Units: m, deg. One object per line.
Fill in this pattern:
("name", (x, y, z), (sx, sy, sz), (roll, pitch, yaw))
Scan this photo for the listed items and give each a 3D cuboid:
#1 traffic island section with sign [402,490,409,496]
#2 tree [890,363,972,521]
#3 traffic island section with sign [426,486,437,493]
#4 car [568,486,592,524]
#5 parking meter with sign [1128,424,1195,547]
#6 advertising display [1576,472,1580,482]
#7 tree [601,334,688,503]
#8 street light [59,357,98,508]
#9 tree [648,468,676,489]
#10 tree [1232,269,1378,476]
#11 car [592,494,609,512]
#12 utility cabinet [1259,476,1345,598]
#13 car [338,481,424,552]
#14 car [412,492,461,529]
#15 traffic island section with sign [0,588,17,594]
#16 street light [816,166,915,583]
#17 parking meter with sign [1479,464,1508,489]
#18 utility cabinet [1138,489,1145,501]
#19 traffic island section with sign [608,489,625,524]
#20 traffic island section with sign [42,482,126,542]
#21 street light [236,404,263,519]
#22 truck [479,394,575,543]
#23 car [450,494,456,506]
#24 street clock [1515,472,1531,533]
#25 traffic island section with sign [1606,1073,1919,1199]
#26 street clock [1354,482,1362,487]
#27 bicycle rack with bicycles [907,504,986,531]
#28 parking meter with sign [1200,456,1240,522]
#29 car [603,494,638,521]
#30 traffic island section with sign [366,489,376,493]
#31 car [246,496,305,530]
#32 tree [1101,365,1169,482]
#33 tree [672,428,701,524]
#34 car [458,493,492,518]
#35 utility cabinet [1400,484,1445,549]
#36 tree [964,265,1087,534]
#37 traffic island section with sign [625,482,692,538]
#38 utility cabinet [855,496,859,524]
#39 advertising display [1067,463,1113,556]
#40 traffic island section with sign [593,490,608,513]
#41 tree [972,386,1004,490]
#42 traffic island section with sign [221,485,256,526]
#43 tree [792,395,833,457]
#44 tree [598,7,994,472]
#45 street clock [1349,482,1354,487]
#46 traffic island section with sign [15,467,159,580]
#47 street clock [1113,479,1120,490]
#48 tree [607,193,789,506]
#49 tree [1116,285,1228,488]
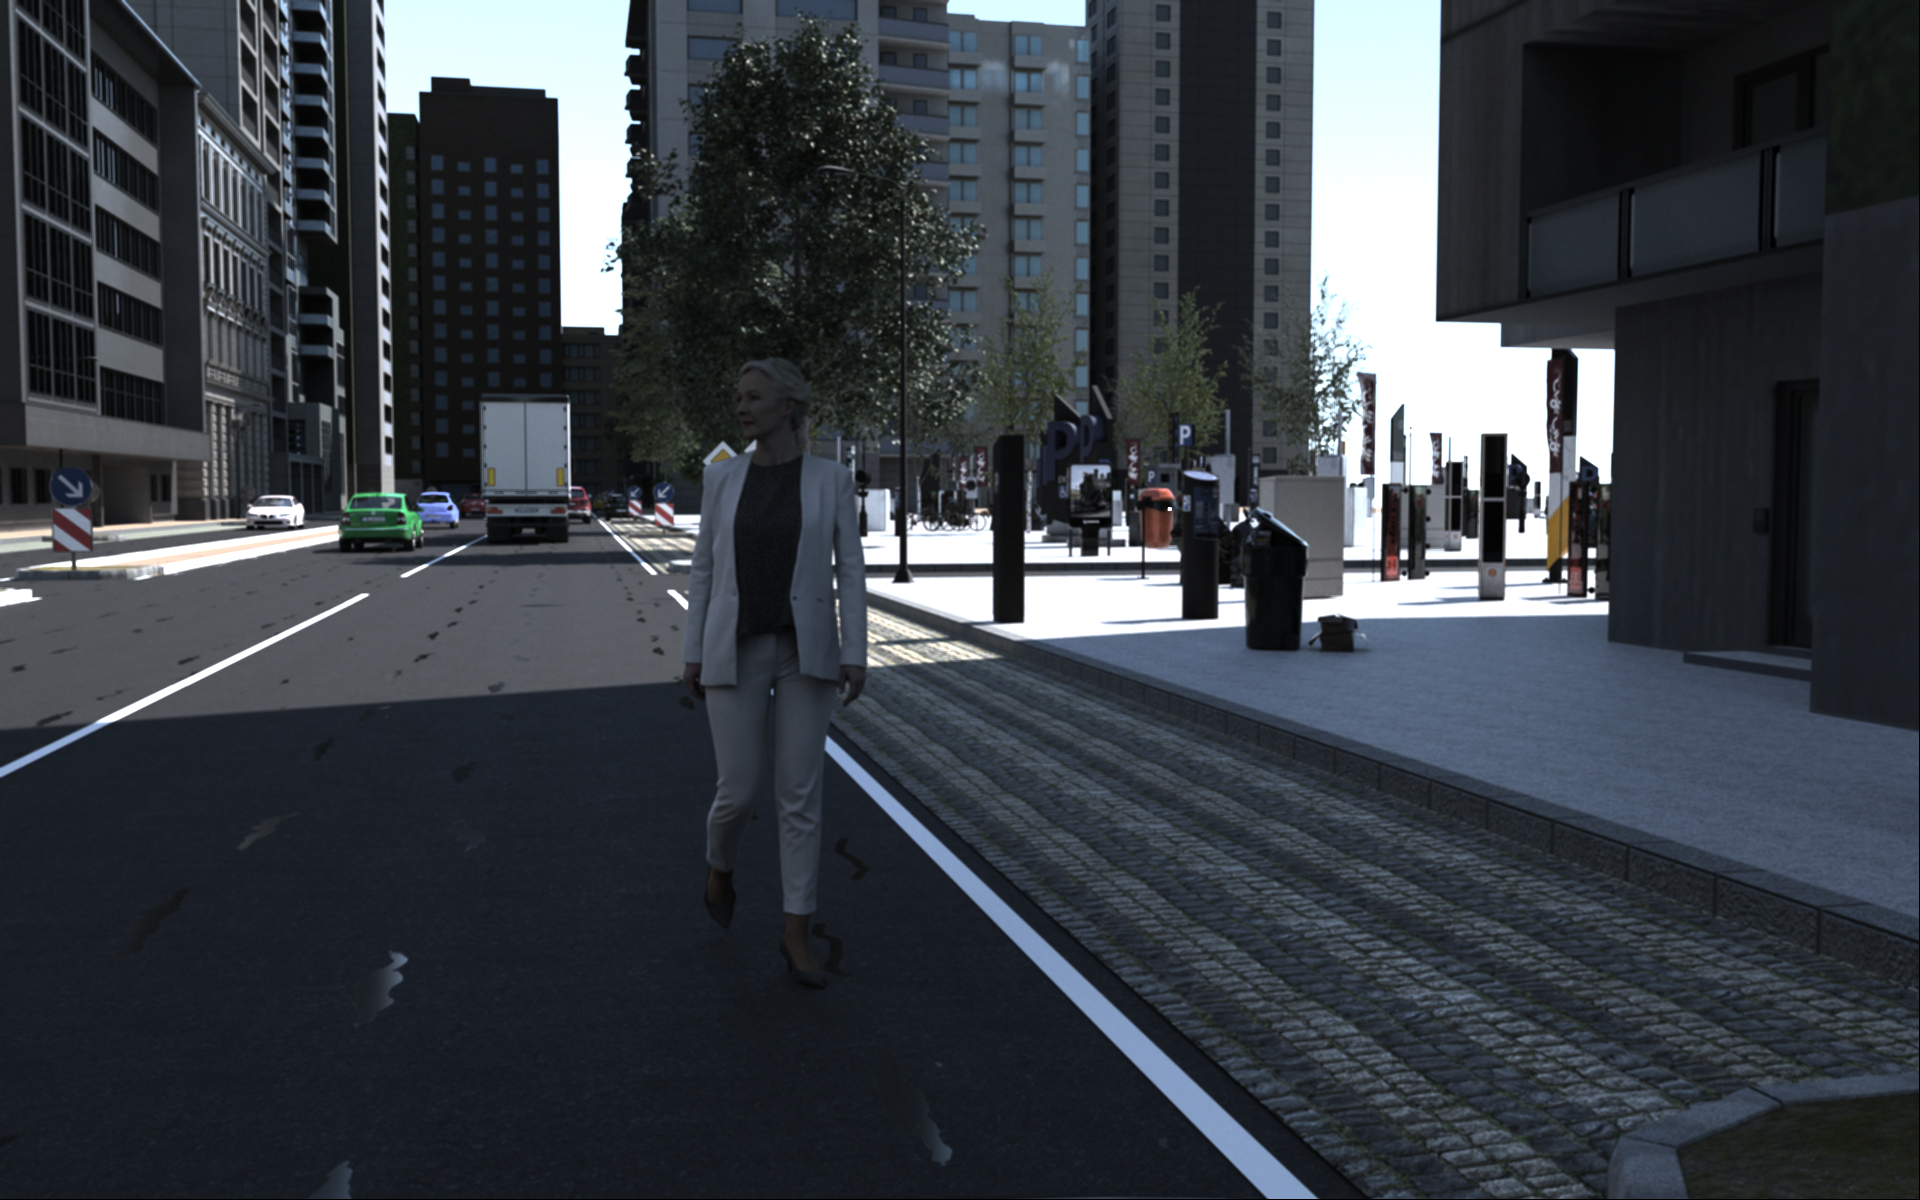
("traffic island section with sign", (-49.385, -8.912, 154.346), (1.989, 1.847, 2.006), (-1, 4, -13))
("tree", (-1.821, -7.815, 78.136), (4.360, 8.622, 3.978), (0, 3, 0))
("traffic island section with sign", (-31.478, -5.805, 103.046), (2.006, 1.907, 1.989), (-1, 4, -13))
("car", (-19.171, -4.658, 84.833), (2.281, 1.827, 5.304), (-1, 4, -14))
("parking meter with sign", (4.949, -2.841, 42.706), (1.738, 3.016, 0.543), (-2, 4, -34))
("advertising display", (17.312, -2.710, 49.521), (0.974, 1.923, 0.123), (-2, 4, -29))
("tree", (-17.622, -10.250, 101.997), (7.601, 10.594, 8.767), (-1, 4, -15))
("street light", (-29.901, -5.270, 58.708), (1.470, 5.913, 1.316), (-1, 4, -13))
("tree", (-18.632, -7.021, 109.398), (1.663, 3.219, 1.824), (0, 3, 0))
("tree", (11.150, -6.475, 56.236), (4.360, 8.622, 3.978), (0, 3, 0))
("car", (-28.995, -8.009, 141.170), (2.015, 1.641, 3.980), (-1, 4, -11))
("utility cabinet", (4.167, -0.764, 21.175), (1.173, 1.500, 0.318), (-2, 4, -34))
("car", (-14.849, -2.186, 44.534), (1.959, 1.807, 4.718), (-1, 4, -13))
("car", (-21.893, -3.839, 72.366), (1.945, 1.707, 3.694), (-1, 4, -14))
("traffic island section with sign", (-13.445, -0.878, 22.487), (2.006, 1.907, 1.989), (-1, 4, -13))
("street light", (-1.348, -3.197, 24.813), (1.470, 5.913, 1.316), (-1, 4, -13))
("parking meter with sign", (24.919, -5.232, 81.798), (1.738, 3.016, 0.543), (2, 4, 34))
("utility cabinet", (8.539, -4.188, 77.155), (1.173, 1.500, 0.318), (1, 4, 18))
("traffic island section with sign", (-15.731, -4.552, 83.057), (1.989, 1.847, 2.006), (-1, 4, -13))
("traffic island section with sign", (-26.663, -2.704, 52.846), (1.989, 1.847, 2.006), (-1, 4, -13))
("street light", (-36.558, -7.129, 89.099), (1.470, 5.913, 1.316), (-1, 4, -13))
("truck", (-13.488, -3.996, 54.246), (2.839, 4.237, 11.283), (-1, 4, -13))
("car", (-50.666, -9.823, 170.398), (2.009, 1.686, 4.222), (-1, 4, -11))
("street clock", (18.497, -3.205, 56.975), (0.471, 2.002, 0.358), (2, 4, 24))
("traffic island section with sign", (2.226, 0.357, 2.798), (1.989, 1.847, 2.006), (-1, 4, -13))
("street clock", (24.746, -6.253, 106.812), (0.471, 2.002, 0.358), (1, 4, 20))
("bicycle rack with bicycles", (-0.436, -2.872, 60.332), (2.925, 0.926, 2.852), (1, 4, 22))
("parking meter with sign", (11.840, -5.054, 78.897), (1.738, 3.016, 0.543), (0, 4, -6))
("car", (-18.178, -5.090, 93.009), (2.009, 1.686, 4.222), (-1, 4, -11))
("traffic island section with sign", (-43.507, -7.303, 128.037), (1.989, 1.847, 2.006), (-1, 4, -13))
("car", (-27.986, -3.579, 70.875), (2.083, 1.381, 4.827), (-1, 4, -14))
("tree", (9.817, -9.061, 98.511), (4.360, 8.622, 3.978), (0, 3, 0))
("tree", (-10.639, -5.501, 73.653), (4.285, 4.588, 4.351), (0, 3, 0))
("car", (-29.955, -6.002, 107.166), (2.155, 1.783, 4.494), (-1, 4, -14))
("utility cabinet", (10.710, -1.922, 40.098), (1.173, 1.500, 0.318), (0, 4, -3))
("tree", (2.197, -6.476, 56.251), (4.737, 8.622, 4.395), (0, 3, 0))
("traffic island section with sign", (-9.848, -2.943, 56.749), (1.989, 1.847, 2.006), (-1, 4, -13))
("utility cabinet", (-4.233, -3.499, 68.375), (0.306, 1.237, 1.020), (-1, 4, -20))
("advertising display", (2.679, -1.868, 35.752), (0.974, 1.923, 0.123), (-1, 4, -17))
("traffic island section with sign", (-32.524, -9.139, 158.052), (1.989, 1.847, 2.006), (-1, 4, -13))
("tree", (0.096, -8.940, 96.531), (4.360, 8.622, 3.978), (0, 3, 0))
("traffic island section with sign", (-32.550, -4.313, 79.153), (1.989, 1.847, 2.006), (-1, 4, -13))
("tree", (-6.946, -7.835, 78.472), (4.737, 8.622, 4.395), (0, 3, 0))
("tree", (-3.789, -7.607, 41.386), (9.611, 12.733, 9.660), (0, 3, 0))
("street clock", (24.438, -6.307, 107.687), (0.471, 2.002, 0.358), (-2, 4, -30))
("traffic island section with sign", (-15.053, -1.320, 29.718), (2.006, 1.907, 1.989), (-1, 4, -13))
("street clock", (7.568, -4.908, 84.815), (0.471, 2.002, 0.358), (-1, 4, -22))
("tree", (-9.170, -8.977, 64.897), (7.486, 12.596, 7.792), (0, 3, 0))
("tree", (7.619, -6.821, 61.884), (4.737, 8.622, 4.395), (0, 3, 0))
